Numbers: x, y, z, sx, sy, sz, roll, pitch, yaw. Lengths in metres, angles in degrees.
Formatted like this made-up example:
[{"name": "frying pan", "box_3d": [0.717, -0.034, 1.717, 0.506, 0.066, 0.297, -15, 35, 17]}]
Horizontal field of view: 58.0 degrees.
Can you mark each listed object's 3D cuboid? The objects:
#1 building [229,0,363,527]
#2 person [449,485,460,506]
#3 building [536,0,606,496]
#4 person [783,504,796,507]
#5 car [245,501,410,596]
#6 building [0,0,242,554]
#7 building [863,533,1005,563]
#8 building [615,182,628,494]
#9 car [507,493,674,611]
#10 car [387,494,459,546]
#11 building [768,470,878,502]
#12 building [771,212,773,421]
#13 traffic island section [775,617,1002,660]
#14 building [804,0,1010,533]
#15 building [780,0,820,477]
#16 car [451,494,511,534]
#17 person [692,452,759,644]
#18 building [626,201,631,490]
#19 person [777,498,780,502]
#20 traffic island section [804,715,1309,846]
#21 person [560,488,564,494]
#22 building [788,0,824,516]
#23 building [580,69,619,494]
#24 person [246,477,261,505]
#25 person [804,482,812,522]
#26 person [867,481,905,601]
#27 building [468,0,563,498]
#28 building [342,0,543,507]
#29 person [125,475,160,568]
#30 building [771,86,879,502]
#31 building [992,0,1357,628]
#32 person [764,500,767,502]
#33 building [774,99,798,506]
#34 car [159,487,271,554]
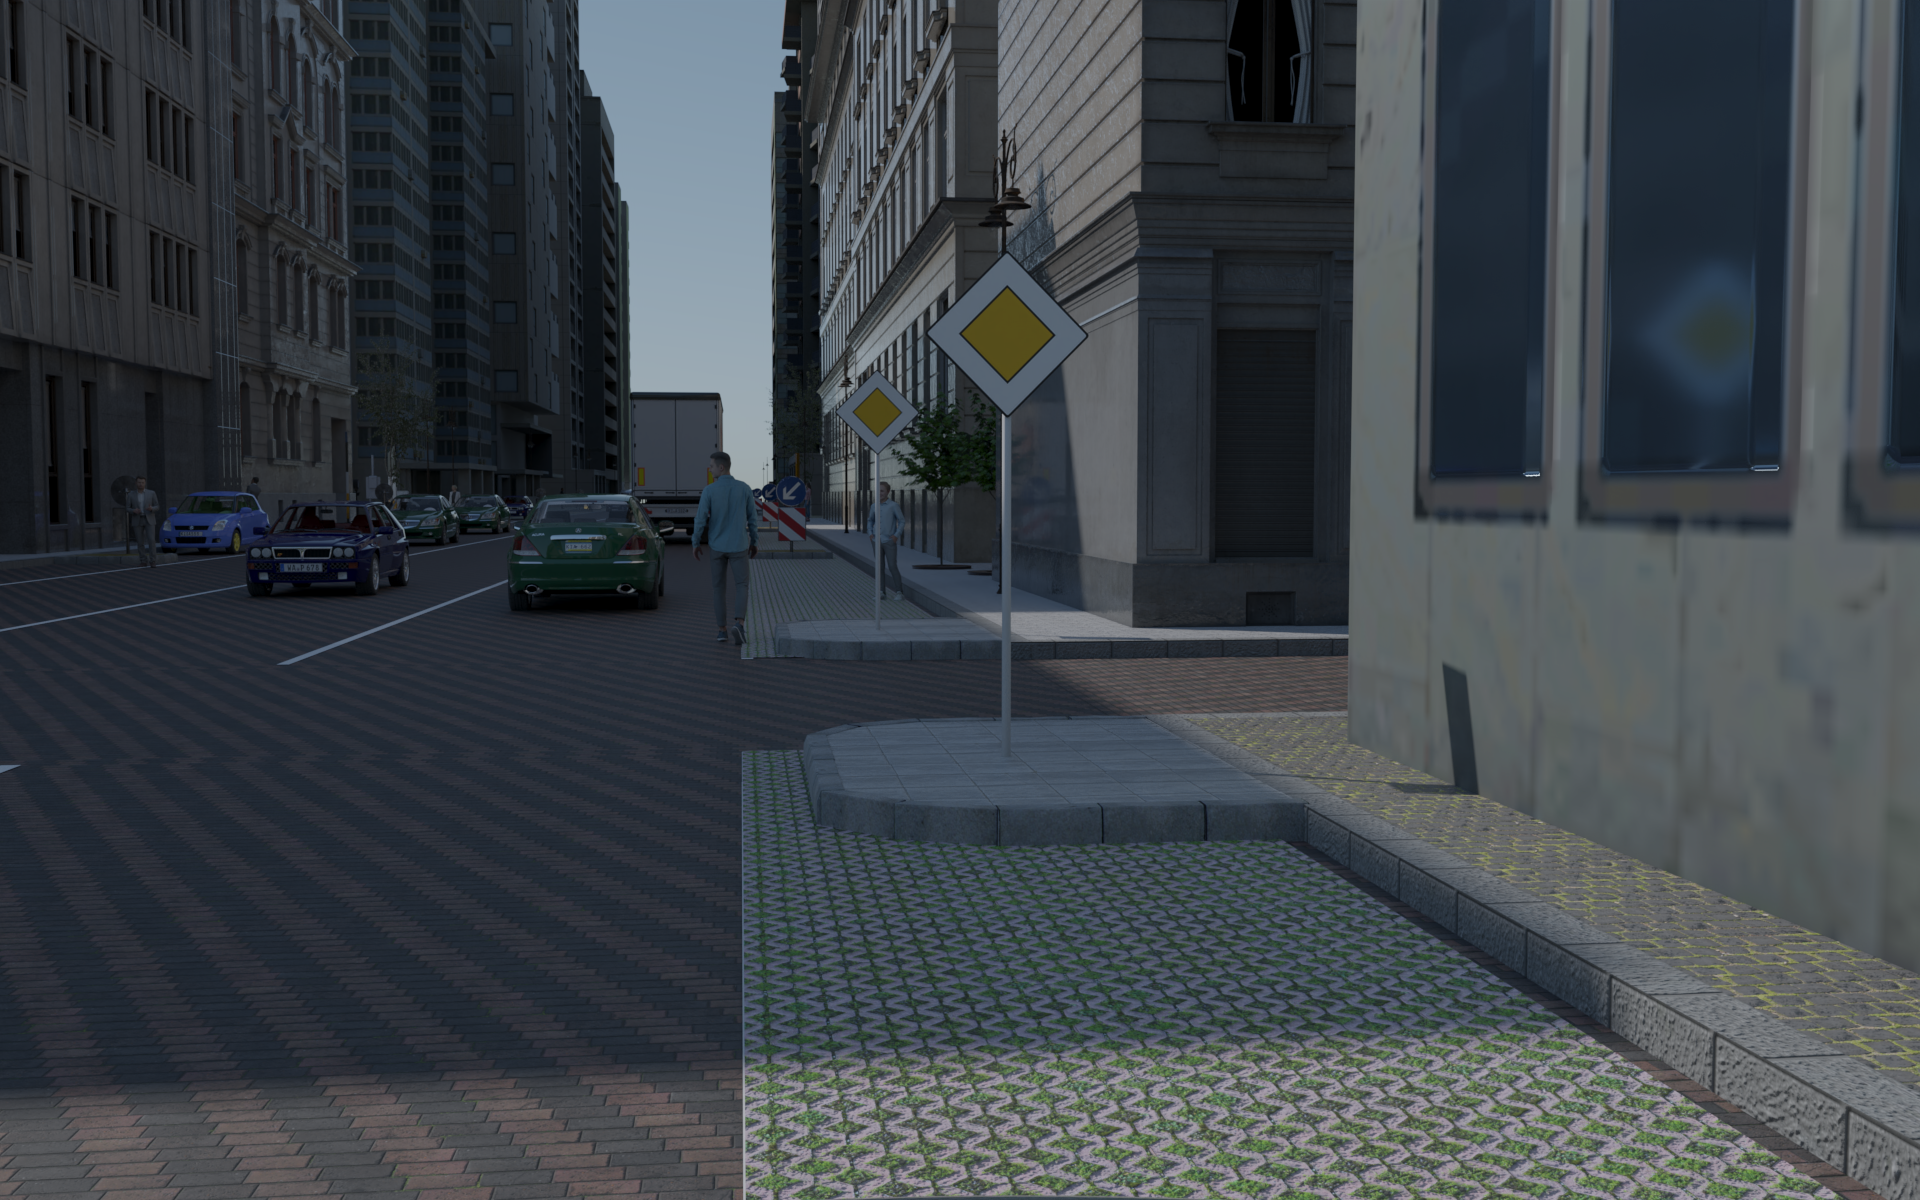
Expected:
[{"name": "building", "box_3d": [-30.348, -16.717, 60.718, 14.401, 28.519, 23.554, 0, 4, -7]}, {"name": "person", "box_3d": [-23.296, -4.371, 79.837, 0.514, 1.842, 0.818, -1, 4, -19]}, {"name": "building", "box_3d": [-47.814, -45.325, 179.312, 20.563, 71.187, 20.611, 0, 4, -7]}, {"name": "person", "box_3d": [-5.136, -2.686, 52.390, 0.580, 1.828, 0.573, 1, 4, 18]}, {"name": "car", "box_3d": [-9.283, -0.795, 25.582, 1.945, 1.354, 3.894, -1, 4, -8]}, {"name": "building", "box_3d": [-25.780, -13.548, 39.533, 12.078, 24.808, 19.932, 0, 4, -7]}, {"name": "building", "box_3d": [5.307, -13.039, 46.478, 16.112, 22.955, 30.059, 0, 4, -7]}, {"name": "building", "box_3d": [-50.393, -32.799, 219.863, 14.154, 41.232, 14.086, 0, 4, -7]}, {"name": "car", "box_3d": [-4.851, -0.673, 22.809, 2.131, 1.459, 4.920, -1, 4, -8]}, {"name": "car", "box_3d": [-15.441, -2.302, 49.432, 2.131, 1.459, 4.920, -1, 4, -9]}, {"name": "building", "box_3d": [-10.363, -33.471, 239.136, 32.217, 40.220, 23.993, 0, 4, -7]}, {"name": "building", "box_3d": [-16.693, -34.779, 218.745, 14.600, 45.320, 14.200, 0, 4, -7]}, {"name": "traffic island section", "box_3d": [-0.733, 0.361, 16.385, 2.009, 0.180, 2.903, 0, 4, -7]}, {"name": "building", "box_3d": [1.810, -14.862, 76.279, 16.112, 22.955, 30.059, 0, 4, -7]}, {"name": "building", "box_3d": [-4.511, -30.469, 152.798, 22.147, 44.769, 28.867, 0, 4, -7]}, {"name": "car", "box_3d": [-17.548, -3.145, 63.226, 2.131, 1.459, 4.920, 0, 4, -7]}, {"name": "person", "box_3d": [-2.265, -0.509, 16.678, 0.638, 1.841, 0.748, 0, 4, -4]}, {"name": "building", "box_3d": [-52.050, -33.655, 233.856, 14.154, 41.232, 14.086, 0, 4, -7]}, {"name": "person", "box_3d": [-14.138, -7.713, 135.378, 0.599, 1.433, 0.991, 0, 4, -1]}, {"name": "traffic island section", "box_3d": [0.270, 0.845, 8.463, 2.009, 0.180, 2.903, 0, 4, -7]}, {"name": "person", "box_3d": [-34.293, -8.770, 149.460, 0.705, 1.821, 1.348, -1, 4, -12]}, {"name": "building", "box_3d": [-1.988, -42.151, 127.420, 20.563, 71.187, 20.611, 0, 4, -7]}, {"name": "building", "box_3d": [-51.478, -35.312, 201.050, 21.300, 48.544, 21.600, 0, 4, -7]}, {"name": "person", "box_3d": [-21.416, -2.821, 52.347, 0.473, 1.802, 0.592, 3, 5, 40]}, {"name": "person", "box_3d": [-7.091, -4.549, 80.428, 0.388, 1.821, 0.555, -2, 4, -29]}, {"name": "person", "box_3d": [-1.014, -0.792, 23.254, 0.589, 1.601, 0.330, 2, 4, 33]}, {"name": "building", "box_3d": [-49.205, -34.161, 147.777, 28.713, 52.752, 27.495, 0, 4, -7]}, {"name": "building", "box_3d": [-46.816, -26.333, 122.418, 32.217, 40.220, 23.993, 0, 4, -7]}, {"name": "person", "box_3d": [-15.896, -1.528, 33.684, 0.606, 1.804, 0.583, -2, 4, -23]}, {"name": "building", "box_3d": [-10.947, -35.331, 201.363, 21.300, 48.544, 21.600, 0, 4, -7]}, {"name": "building", "box_3d": [9.914, -10.554, 21.711, 18.267, 20.994, 9.793, 0, 4, -7]}, {"name": "person", "box_3d": [-24.569, -13.014, 219.379, 0.434, 1.755, 0.990, 1, 4, 13]}, {"name": "building", "box_3d": [-12.555, -30.571, 183.432, 14.154, 41.232, 14.086, 0, 4, -7]}, {"name": "car", "box_3d": [-18.099, -1.990, 42.124, 1.945, 1.707, 3.694, 0, 4, -6]}]
